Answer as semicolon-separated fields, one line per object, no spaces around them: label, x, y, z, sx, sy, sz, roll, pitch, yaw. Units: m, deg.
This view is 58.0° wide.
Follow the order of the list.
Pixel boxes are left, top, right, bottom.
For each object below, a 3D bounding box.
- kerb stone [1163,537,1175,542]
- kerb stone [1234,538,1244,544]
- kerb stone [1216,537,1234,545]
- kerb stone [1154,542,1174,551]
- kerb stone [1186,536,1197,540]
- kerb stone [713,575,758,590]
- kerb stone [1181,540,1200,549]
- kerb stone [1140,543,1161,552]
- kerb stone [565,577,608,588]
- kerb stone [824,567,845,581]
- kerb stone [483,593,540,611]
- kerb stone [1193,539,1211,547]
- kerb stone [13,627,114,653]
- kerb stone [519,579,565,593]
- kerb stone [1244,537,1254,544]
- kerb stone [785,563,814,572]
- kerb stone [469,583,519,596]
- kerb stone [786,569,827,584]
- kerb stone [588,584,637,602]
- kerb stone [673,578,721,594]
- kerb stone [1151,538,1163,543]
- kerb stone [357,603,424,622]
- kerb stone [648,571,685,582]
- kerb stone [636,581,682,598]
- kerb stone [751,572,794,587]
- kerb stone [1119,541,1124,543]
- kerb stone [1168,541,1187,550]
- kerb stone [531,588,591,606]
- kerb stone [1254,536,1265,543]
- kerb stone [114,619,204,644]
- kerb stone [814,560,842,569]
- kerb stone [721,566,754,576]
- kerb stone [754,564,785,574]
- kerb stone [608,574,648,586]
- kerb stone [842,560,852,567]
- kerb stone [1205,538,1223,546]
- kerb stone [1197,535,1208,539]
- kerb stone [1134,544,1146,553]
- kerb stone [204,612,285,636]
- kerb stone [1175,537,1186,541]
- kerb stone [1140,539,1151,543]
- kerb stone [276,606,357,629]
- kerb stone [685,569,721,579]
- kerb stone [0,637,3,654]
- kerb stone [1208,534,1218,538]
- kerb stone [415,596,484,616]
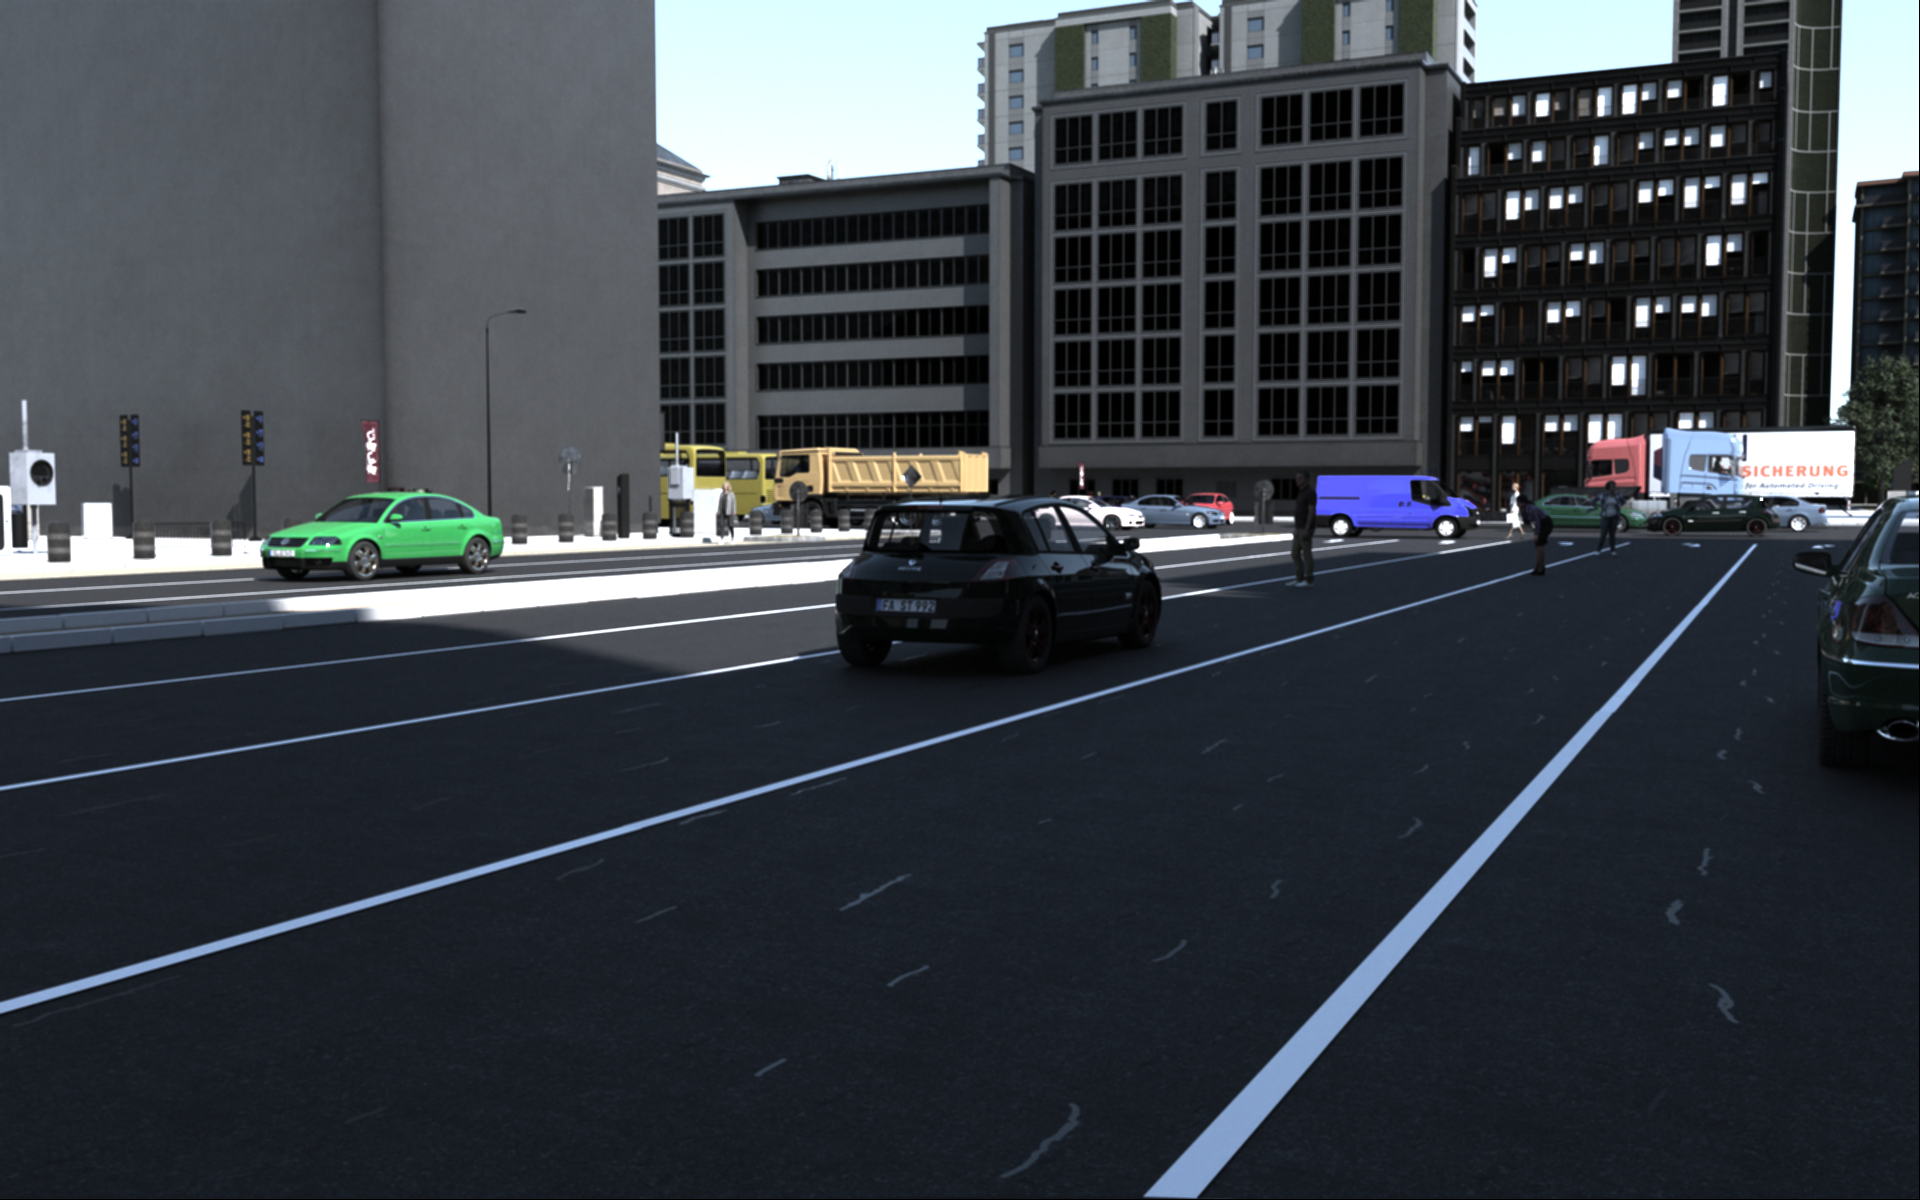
kerb stone;5.969;-1.719;50.432;0.120;0.150;1.000;2;4;26
kerb stone;7.847;-1.665;49.496;0.120;0.150;1.000;2;4;26
kerb stone;7.399;-1.613;48.563;0.120;0.150;1.000;2;4;26
kerb stone;5.141;-1.329;43.921;0.120;0.150;1.000;2;4;26
kerb stone;6.869;-1.840;52.281;0.120;0.150;1.000;2;4;26
kerb stone;-3.419;-0.251;26.291;0.120;0.150;1.000;2;4;26
kerb stone;6.051;-1.442;45.777;0.120;0.150;1.000;2;4;26
kerb stone;4.691;-1.272;42.987;0.120;0.150;1.000;2;4;26
kerb stone;-5.742;-0.251;26.302;0.120;0.150;1.000;2;4;26
kerb stone;-2.068;-0.420;29.071;0.120;0.150;1.000;2;4;26
kerb stone;-5.661;0.037;21.653;0.120;0.150;1.000;2;4;26
kerb stone;6.500;-1.500;46.712;0.120;0.150;1.000;2;4;26
kerb stone;-8.366;0.374;16.089;0.120;0.150;1.000;2;4;26
kerb stone;-6.195;-0.192;25.378;0.120;0.150;1.000;2;4;26
kerb stone;8.294;-1.727;50.425;0.120;0.150;1.000;2;4;26
kerb stone;-3.041;-0.592;31.867;0.120;0.150;1.000;2;4;26
kerb stone;-6.643;-0.138;24.447;0.120;0.150;1.000;2;4;26
kerb stone;-2.509;-0.361;28.142;0.120;0.150;1.000;2;4;26
kerb stone;-4.768;-0.077;23.508;0.120;0.150;1.000;2;4;26
kerb stone;-3.862;-0.194;25.363;0.120;0.150;1.000;2;4;26
kerb stone;5.518;-1.665;49.508;0.120;0.150;1.000;2;4;26
kerb stone;-6.557;0.147;19.799;0.120;0.150;1.000;2;4;26
kerb stone;-4.850;-0.361;28.162;0.120;0.150;1.000;2;4;26
kerb stone;-4.304;-0.137;24.435;0.120;0.150;1.000;2;4;26
kerb stone;-2.962;-0.307;27.220;0.120;0.150;1.000;2;4;26
kerb stone;4.624;-1.557;47.654;0.120;0.150;1.000;2;4;26
kerb stone;5.602;-1.386;44.850;0.120;0.150;1.000;2;4;26
kerb stone;-5.212;-0.024;22.581;0.120;0.150;1.000;2;4;26
kerb stone;8.756;-1.783;51.357;0.120;0.150;1.000;2;4;26
kerb stone;-7.914;0.317;17.016;0.120;0.150;1.000;2;4;26
kerb stone;-2.589;-0.641;32.799;0.120;0.150;1.000;2;4;26
kerb stone;-3.943;-0.478;30.010;0.120;0.150;1.000;2;4;26
kerb stone;-3.489;-0.535;30.942;0.120;0.150;1.000;2;4;26
kerb stone;-5.302;-0.303;27.239;0.120;0.150;1.000;2;4;26
kerb stone;-2.130;-0.705;33.726;0.120;0.150;1.000;2;4;26
kerb stone;6.946;-1.556;47.640;0.120;0.150;1.000;2;4;26
kerb stone;7.316;-1.897;53.206;0.120;0.150;1.000;2;4;26
kerb stone;4.239;-1.208;42.064;0.120;0.150;1.000;2;4;26
kerb stone;-7.454;0.260;17.945;0.120;0.150;1.000;2;4;26
kerb stone;6.421;-1.783;51.355;0.120;0.150;1.000;2;4;26
kerb stone;5.065;-1.613;48.584;0.120;0.150;1.000;2;4;26
kerb stone;-7.016;0.203;18.876;0.120;0.150;1.000;2;4;26
kerb stone;-4.393;-0.421;29.086;0.120;0.150;1.000;2;4;26
kerb stone;-8.816;0.430;15.163;0.120;0.150;1.000;2;4;26
kerb stone;7.768;-1.952;54.129;0.120;0.150;1.000;2;4;26
kerb stone;-6.113;0.090;20.725;0.120;0.150;1.000;2;4;26
